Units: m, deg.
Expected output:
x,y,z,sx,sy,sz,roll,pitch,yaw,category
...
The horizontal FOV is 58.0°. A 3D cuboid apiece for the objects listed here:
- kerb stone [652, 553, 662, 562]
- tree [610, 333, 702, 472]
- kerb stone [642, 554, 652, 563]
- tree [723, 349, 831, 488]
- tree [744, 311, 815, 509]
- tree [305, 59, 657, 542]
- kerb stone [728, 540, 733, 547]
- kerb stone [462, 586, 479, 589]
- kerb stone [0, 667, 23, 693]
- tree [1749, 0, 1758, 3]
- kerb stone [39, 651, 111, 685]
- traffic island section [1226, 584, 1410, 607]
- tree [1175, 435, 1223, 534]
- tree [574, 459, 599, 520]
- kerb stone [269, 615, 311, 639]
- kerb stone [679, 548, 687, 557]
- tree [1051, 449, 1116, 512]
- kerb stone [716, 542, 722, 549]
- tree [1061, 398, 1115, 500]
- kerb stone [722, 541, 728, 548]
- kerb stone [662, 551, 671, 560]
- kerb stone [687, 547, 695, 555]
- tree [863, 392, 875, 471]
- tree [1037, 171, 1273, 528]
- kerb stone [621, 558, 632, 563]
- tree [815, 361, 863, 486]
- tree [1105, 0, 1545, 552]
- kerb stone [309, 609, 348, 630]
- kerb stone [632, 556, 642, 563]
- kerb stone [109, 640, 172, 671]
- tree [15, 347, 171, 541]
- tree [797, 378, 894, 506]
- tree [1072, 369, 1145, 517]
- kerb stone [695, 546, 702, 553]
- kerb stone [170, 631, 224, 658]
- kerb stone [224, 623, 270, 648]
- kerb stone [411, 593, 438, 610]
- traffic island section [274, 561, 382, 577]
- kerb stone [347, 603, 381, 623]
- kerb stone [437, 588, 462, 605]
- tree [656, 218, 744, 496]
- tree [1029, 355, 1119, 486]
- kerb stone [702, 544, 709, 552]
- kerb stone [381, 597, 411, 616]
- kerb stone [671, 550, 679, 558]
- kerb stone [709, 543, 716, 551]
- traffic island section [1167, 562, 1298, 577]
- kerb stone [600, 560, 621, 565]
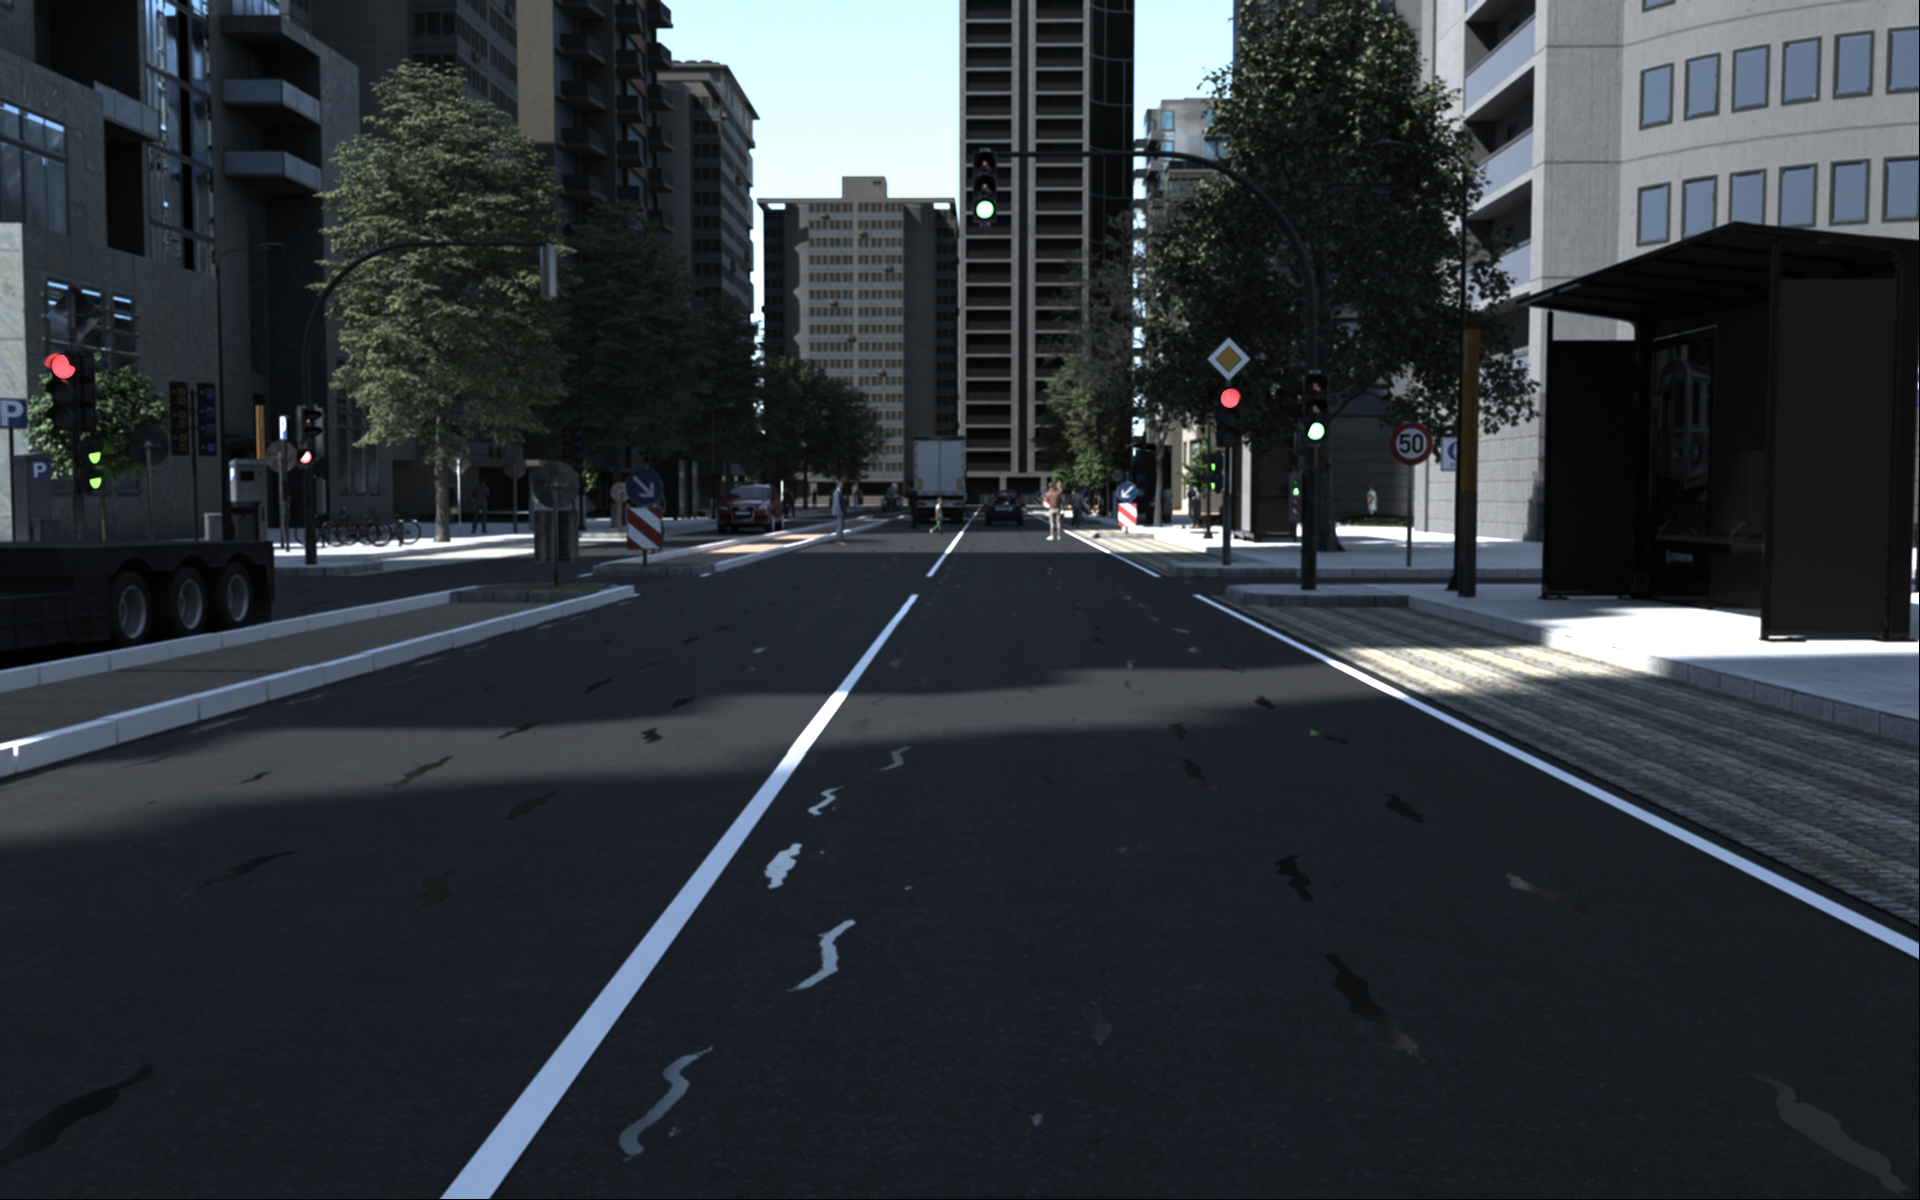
x,y,z,sx,sy,sz,roll,pitch,yaw,category
-6.498,-0.876,36.538,0.120,0.150,1.000,0,4,1,kerb stone
-13.779,-7.800,77.887,4.360,8.622,3.978,0,3,0,tree
-6.520,-0.809,35.515,0.120,0.150,1.000,0,4,1,kerb stone
-12.917,-11.960,121.296,9.928,11.665,9.643,0,3,0,tree
-13.616,-11.031,98.489,7.486,12.596,7.792,0,3,0,tree
-13.694,-7.837,46.256,7.486,12.596,7.792,0,3,0,tree
-6.321,-1.504,46.785,0.120,0.150,1.000,0,4,1,kerb stone
-6.724,-0.089,23.647,0.120,0.150,1.000,0,4,1,kerb stone
-6.927,0.600,12.390,0.120,0.150,1.000,0,4,1,kerb stone
6.688,-5.059,8.475,9.928,11.665,9.643,0,3,0,tree
-6.906,0.537,13.412,0.120,0.150,1.000,0,4,1,kerb stone
4.682,-0.057,23.219,2.009,0.180,2.903,0,4,1,traffic island section
7.835,-3.785,56.487,1.663,3.219,1.824,0,3,0,tree
-18.877,-5.633,86.697,1.663,3.219,1.824,0,3,0,tree
-6.842,0.288,17.507,0.120,0.150,1.000,0,4,1,kerb stone
-6.445,-1.063,39.608,0.120,0.150,1.000,0,4,1,kerb stone
9.467,-8.430,121.545,4.285,4.588,4.351,0,3,0,tree
-6.360,-1.378,44.734,0.120,0.150,1.000,0,4,1,kerb stone
9.964,-11.215,133.720,4.737,8.622,4.395,0,3,0,tree
-6.337,-1.441,45.756,0.120,0.150,1.000,0,4,1,kerb stone
-6.482,-0.934,37.561,0.120,0.150,1.000,0,4,1,kerb stone
-6.428,-1.128,40.642,0.120,0.150,1.000,0,4,1,kerb stone
-12.138,-15.429,170.394,7.486,12.596,7.792,0,3,0,tree
7.717,-9.534,66.248,12.009,13.543,11.850,0,3,0,tree
-6.556,-0.689,33.468,0.120,0.150,1.000,0,4,1,kerb stone
-12.515,-13.847,144.532,7.486,12.596,7.792,0,3,0,tree
8.049,-7.434,38.547,9.611,12.733,9.660,0,3,0,tree
-6.826,0.224,18.531,0.120,0.150,1.000,0,4,1,kerb stone
-6.539,-0.751,34.490,0.120,0.150,1.000,0,4,1,kerb stone
-6.882,0.475,14.434,0.120,0.150,1.000,0,4,1,kerb stone
-19.296,-3.377,38.933,4.285,4.588,4.351,0,3,0,tree
-11.827,-16.691,183.274,12.009,13.543,11.850,0,3,0,tree
8.107,-8.810,94.405,4.360,8.622,3.978,0,3,0,tree
-6.410,-1.188,41.667,0.120,0.150,1.000,0,4,1,kerb stone
-6.873,0.412,15.458,0.120,0.150,1.000,0,4,1,kerb stone
-6.857,0.358,16.485,0.120,0.150,1.000,0,4,1,kerb stone
-6.762,0.036,21.600,0.120,0.150,1.000,0,4,1,kerb stone
-11.816,-0.564,31.499,2.009,0.180,2.903,0,4,1,traffic island section
-6.808,0.162,19.554,0.120,0.150,1.000,0,4,1,kerb stone
-6.752,-0.026,22.622,0.120,0.150,1.000,0,4,1,kerb stone
-12.865,-9.094,66.820,7.486,12.596,7.792,0,3,0,tree
9.539,-13.700,142.128,7.486,12.596,7.792,0,3,0,tree
-6.386,-1.253,42.689,0.120,0.150,1.000,0,4,1,kerb stone
-6.776,0.099,20.578,0.120,0.150,1.000,0,4,1,kerb stone
-6.473,-1.002,38.583,0.120,0.150,1.000,0,4,1,kerb stone
-6.369,-1.316,43.711,0.120,0.150,1.000,0,4,1,kerb stone
4.822,-0.546,31.203,2.009,0.180,2.903,0,4,1,traffic island section
-6.575,-0.625,32.446,0.120,0.150,1.000,0,4,1,kerb stone
